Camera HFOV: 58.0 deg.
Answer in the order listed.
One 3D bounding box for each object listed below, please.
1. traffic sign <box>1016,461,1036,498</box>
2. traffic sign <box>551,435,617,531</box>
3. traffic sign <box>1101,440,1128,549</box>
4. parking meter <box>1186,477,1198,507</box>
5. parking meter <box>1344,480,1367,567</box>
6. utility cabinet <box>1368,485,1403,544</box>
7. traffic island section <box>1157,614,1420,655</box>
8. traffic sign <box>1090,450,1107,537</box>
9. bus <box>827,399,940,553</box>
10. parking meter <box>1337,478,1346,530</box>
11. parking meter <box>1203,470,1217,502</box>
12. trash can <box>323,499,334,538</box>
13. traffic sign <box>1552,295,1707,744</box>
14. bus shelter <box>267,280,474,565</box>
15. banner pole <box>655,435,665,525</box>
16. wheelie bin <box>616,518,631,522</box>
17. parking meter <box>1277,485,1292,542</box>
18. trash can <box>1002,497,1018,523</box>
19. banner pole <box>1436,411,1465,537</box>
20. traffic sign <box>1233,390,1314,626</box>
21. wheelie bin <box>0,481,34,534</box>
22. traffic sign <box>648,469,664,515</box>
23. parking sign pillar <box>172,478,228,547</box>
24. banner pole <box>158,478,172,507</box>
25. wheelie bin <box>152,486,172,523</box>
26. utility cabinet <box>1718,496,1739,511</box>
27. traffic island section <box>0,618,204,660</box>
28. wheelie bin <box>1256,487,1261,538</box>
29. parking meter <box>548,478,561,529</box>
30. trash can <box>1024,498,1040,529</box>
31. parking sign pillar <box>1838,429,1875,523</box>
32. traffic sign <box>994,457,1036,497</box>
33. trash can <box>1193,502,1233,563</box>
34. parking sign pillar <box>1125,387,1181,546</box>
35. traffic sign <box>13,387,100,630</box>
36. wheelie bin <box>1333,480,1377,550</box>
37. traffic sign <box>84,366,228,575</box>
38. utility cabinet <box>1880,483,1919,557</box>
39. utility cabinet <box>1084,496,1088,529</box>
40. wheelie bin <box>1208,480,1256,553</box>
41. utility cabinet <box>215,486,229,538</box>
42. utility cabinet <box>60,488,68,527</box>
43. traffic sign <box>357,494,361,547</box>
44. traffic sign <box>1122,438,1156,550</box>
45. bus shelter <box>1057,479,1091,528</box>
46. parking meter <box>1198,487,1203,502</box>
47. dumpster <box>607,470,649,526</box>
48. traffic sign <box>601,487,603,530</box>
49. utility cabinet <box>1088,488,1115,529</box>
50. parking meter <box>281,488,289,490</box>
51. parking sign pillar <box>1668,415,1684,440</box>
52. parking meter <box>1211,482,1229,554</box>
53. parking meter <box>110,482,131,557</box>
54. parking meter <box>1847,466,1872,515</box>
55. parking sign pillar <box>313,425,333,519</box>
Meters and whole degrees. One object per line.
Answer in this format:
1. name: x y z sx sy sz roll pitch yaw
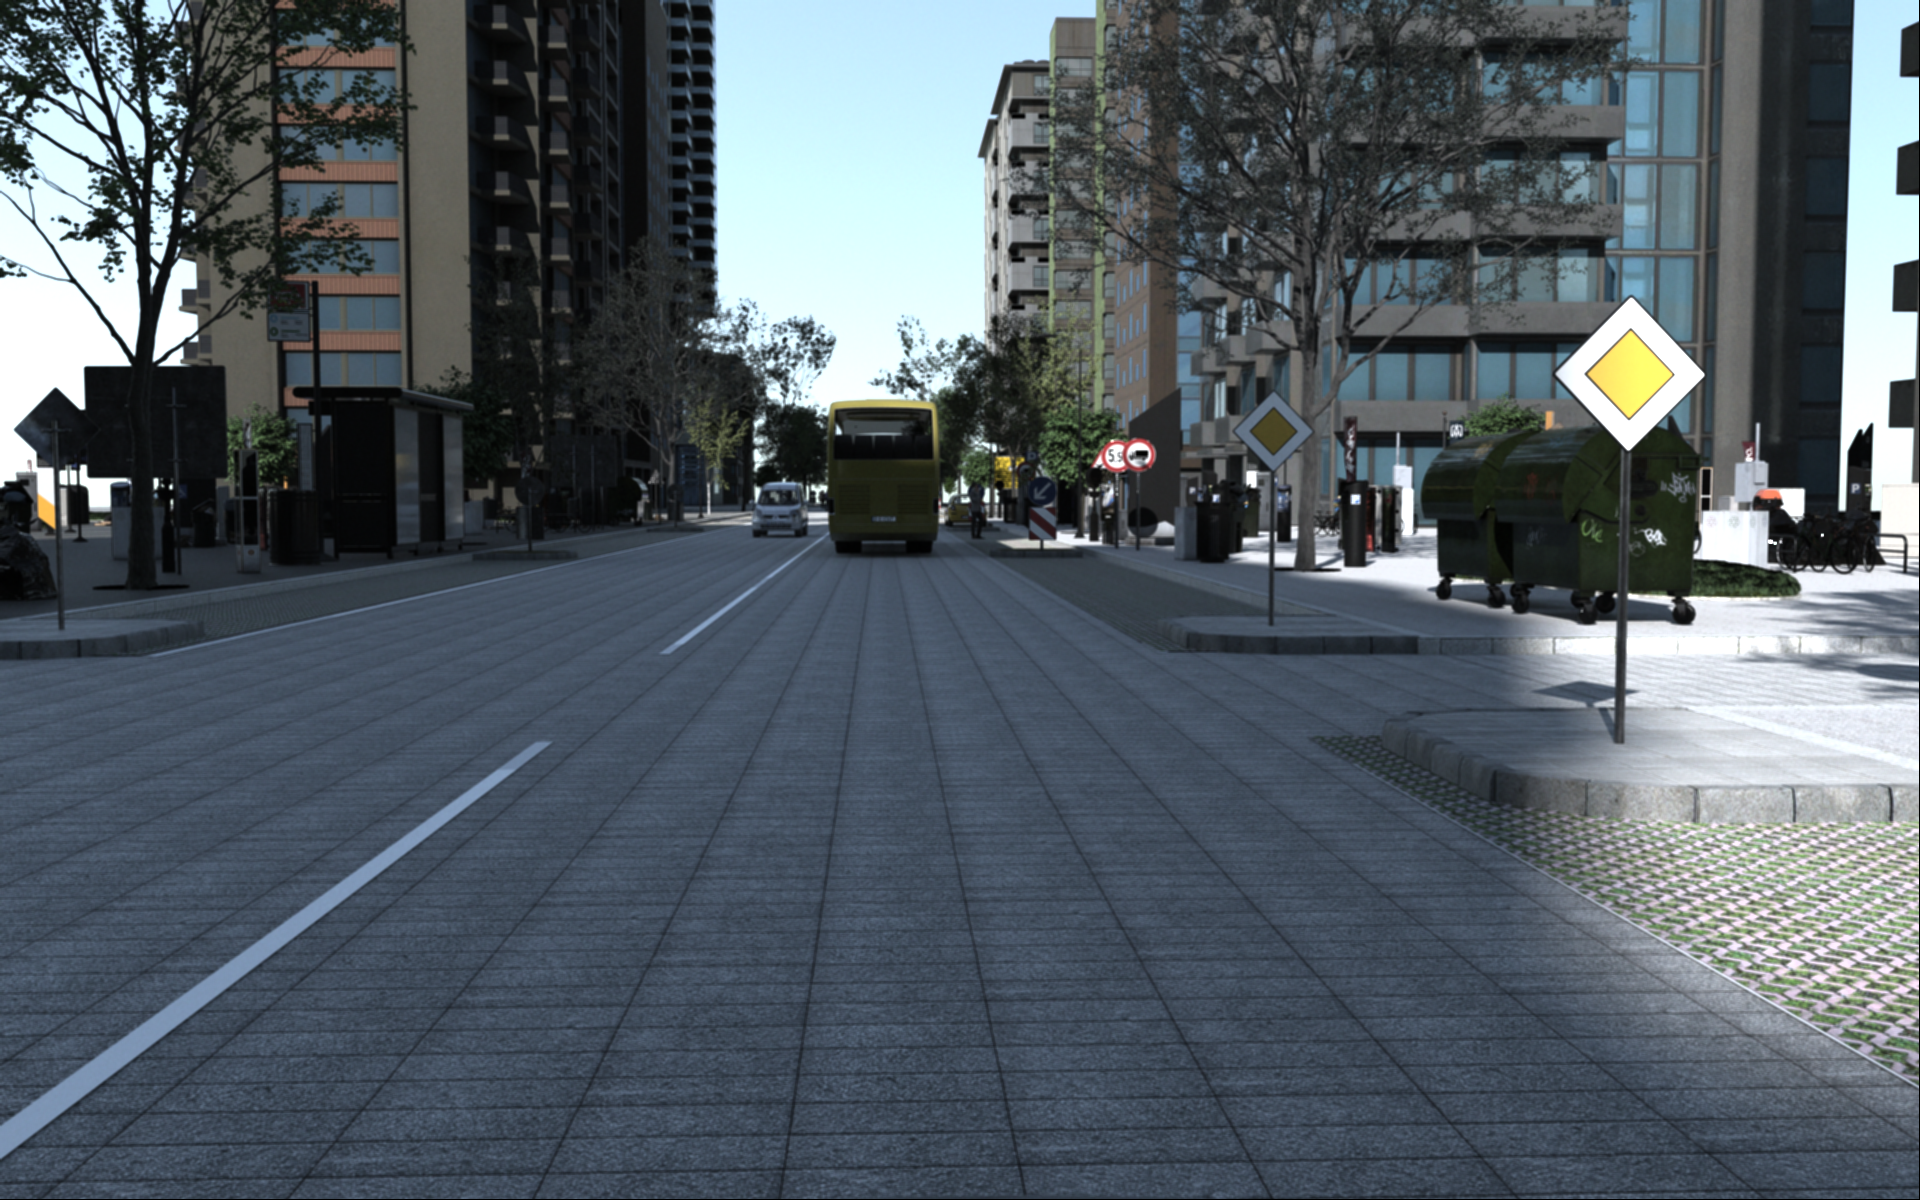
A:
1. traffic sign: 2.585 -4.136 67.729 0.768 2.556 0.104 0 4 3
2. traffic sign: -12.964 -4.025 59.677 2.265 3.308 0.079 0 4 2
3. traffic sign: 3.698 -2.486 40.759 0.768 2.556 0.104 0 4 6
4. parking meter: 7.725 -3.182 57.730 0.399 1.863 0.255 0 4 5
5. parking meter: 6.962 -1.350 30.489 0.372 1.533 0.369 0 3 0
6. utility cabinet: 10.663 -2.163 44.049 0.318 1.500 1.173 -3 5 -43
7. traffic island section: 3.054 0.329 16.908 2.009 0.180 2.903 0 4 -3
8. traffic sign: 4.181 -3.153 51.556 0.884 2.594 0.081 0 4 0
9. bus: -1.979 -3.265 44.933 2.896 3.916 12.252 0 4 -2
10. parking meter: 13.650 -3.421 61.638 0.399 1.863 0.255 2 4 31
11. parking meter: 6.093 -2.233 42.226 0.255 1.863 0.399 -1 4 -13
12. trash can: -18.422 -2.376 50.505 0.748 1.137 0.748 0 3 0
13. traffic sign: 3.391 -0.319 8.853 0.795 2.450 0.064 0 4 -3
14. bus shelter: -12.024 -3.527 35.303 2.179 5.291 8.768 0 4 -3
15. banner pole: -12.626 -5.078 73.036 0.401 3.779 0.863 0 4 2
16. wheelie bin: -15.409 -4.378 79.485 0.693 1.594 0.980 2 4 31
17. parking meter: 8.658 -2.314 46.248 0.372 1.533 0.369 0 3 0
18. trash can: 2.215 -3.939 76.057 0.748 1.137 0.748 0 3 0
19. banner pole: 14.753 -3.794 52.042 0.863 3.779 0.401 3 5 41
20. traffic sign: 3.031 -0.807 16.830 0.795 2.450 0.064 0 4 -3
21. wheelie bin: -22.642 -2.051 41.440 0.980 1.594 0.693 2 4 32
22. traffic sign: -15.757 -5.490 89.771 0.884 2.594 0.081 0 4 5
23. parking sign pillar: -18.984 -3.330 42.923 1.447 3.967 1.447 0 4 6
24. banner pole: -23.026 -3.674 50.089 0.863 3.779 0.401 2 4 35
25. wheelie bin: -32.120 -3.774 69.609 0.693 1.594 0.980 -3 5 -45
26. utility cabinet: 24.748 -2.732 55.834 0.306 1.237 1.020 0 4 3
27. traffic island section: -8.525 0.360 16.393 2.009 0.180 2.903 0 4 -3
28. wheelie bin: 8.566 -2.650 51.229 0.693 1.594 0.980 0 4 7
29. parking meter: -14.815 -3.524 63.327 0.399 1.863 0.255 1 4 10
30. trash can: 2.719 -3.229 64.451 0.748 1.137 0.748 0 3 0
31. parking sign pillar: 37.526 -5.134 72.420 1.447 3.967 1.447 1 4 9
32. traffic sign: 2.922 -6.029 92.448 2.265 3.308 0.079 0 3 0
33. trash can: 4.728 -1.269 32.404 0.748 1.137 0.748 0 3 0
34. parking sign pillar: 4.902 -3.381 43.758 1.447 3.967 1.447 0 4 1
35. traffic sign: -8.502 -0.776 16.332 0.795 2.450 0.064 0 4 -3
36. wheelie bin: 9.118 -1.961 39.978 0.980 1.594 0.693 0 4 7
37. traffic sign: -12.763 -2.058 27.515 2.265 3.308 0.079 0 4 1
38. utility cabinet: 19.105 -1.589 34.654 1.173 1.500 0.318 3 5 40
39. utility cabinet: 4.558 -3.208 63.617 0.306 1.237 1.020 0 4 4
40. wheelie bin: 5.881 -1.835 37.917 0.693 1.594 0.980 3 4 37
41. utility cabinet: -20.010 -2.336 46.877 0.318 1.500 1.173 -2 4 -29
42. utility cabinet: -35.326 -3.583 67.258 1.173 1.500 0.318 -1 4 -21
43. traffic sign: -14.116 -2.479 40.635 0.768 2.556 0.104 0 4 1
44. traffic sign: 4.049 -2.400 39.349 0.768 2.556 0.104 0 4 -2
45. bus shelter: 4.640 -4.724 68.520 1.731 3.624 6.357 0 4 -3
46. parking meter: 8.530 -3.275 61.955 0.372 1.533 0.369 0 3 0
47. dumpster: -13.350 -4.088 69.326 1.502 2.255 1.985 0 4 -2
48. traffic sign: -12.814 -3.665 62.045 0.606 2.300 0.079 0 4 5
49. utility cabinet: 5.095 -3.266 62.085 0.318 1.500 1.173 -2 4 -35
50. parking meter: -27.617 -3.825 70.955 0.372 1.533 0.369 0 3 0
51. parking sign pillar: 24.141 -4.302 58.814 1.447 3.967 1.447 0 4 5
52. parking meter: 5.457 -1.709 36.353 0.372 1.533 0.369 0 3 0
53. parking meter: -17.076 -1.642 35.261 0.372 1.533 0.369 0 3 0
54. parking meter: 18.840 -1.870 36.287 0.255 1.863 0.399 -2 4 -30
55. parking sign pillar: -24.706 -4.786 66.718 1.447 3.967 1.447 1 4 9
